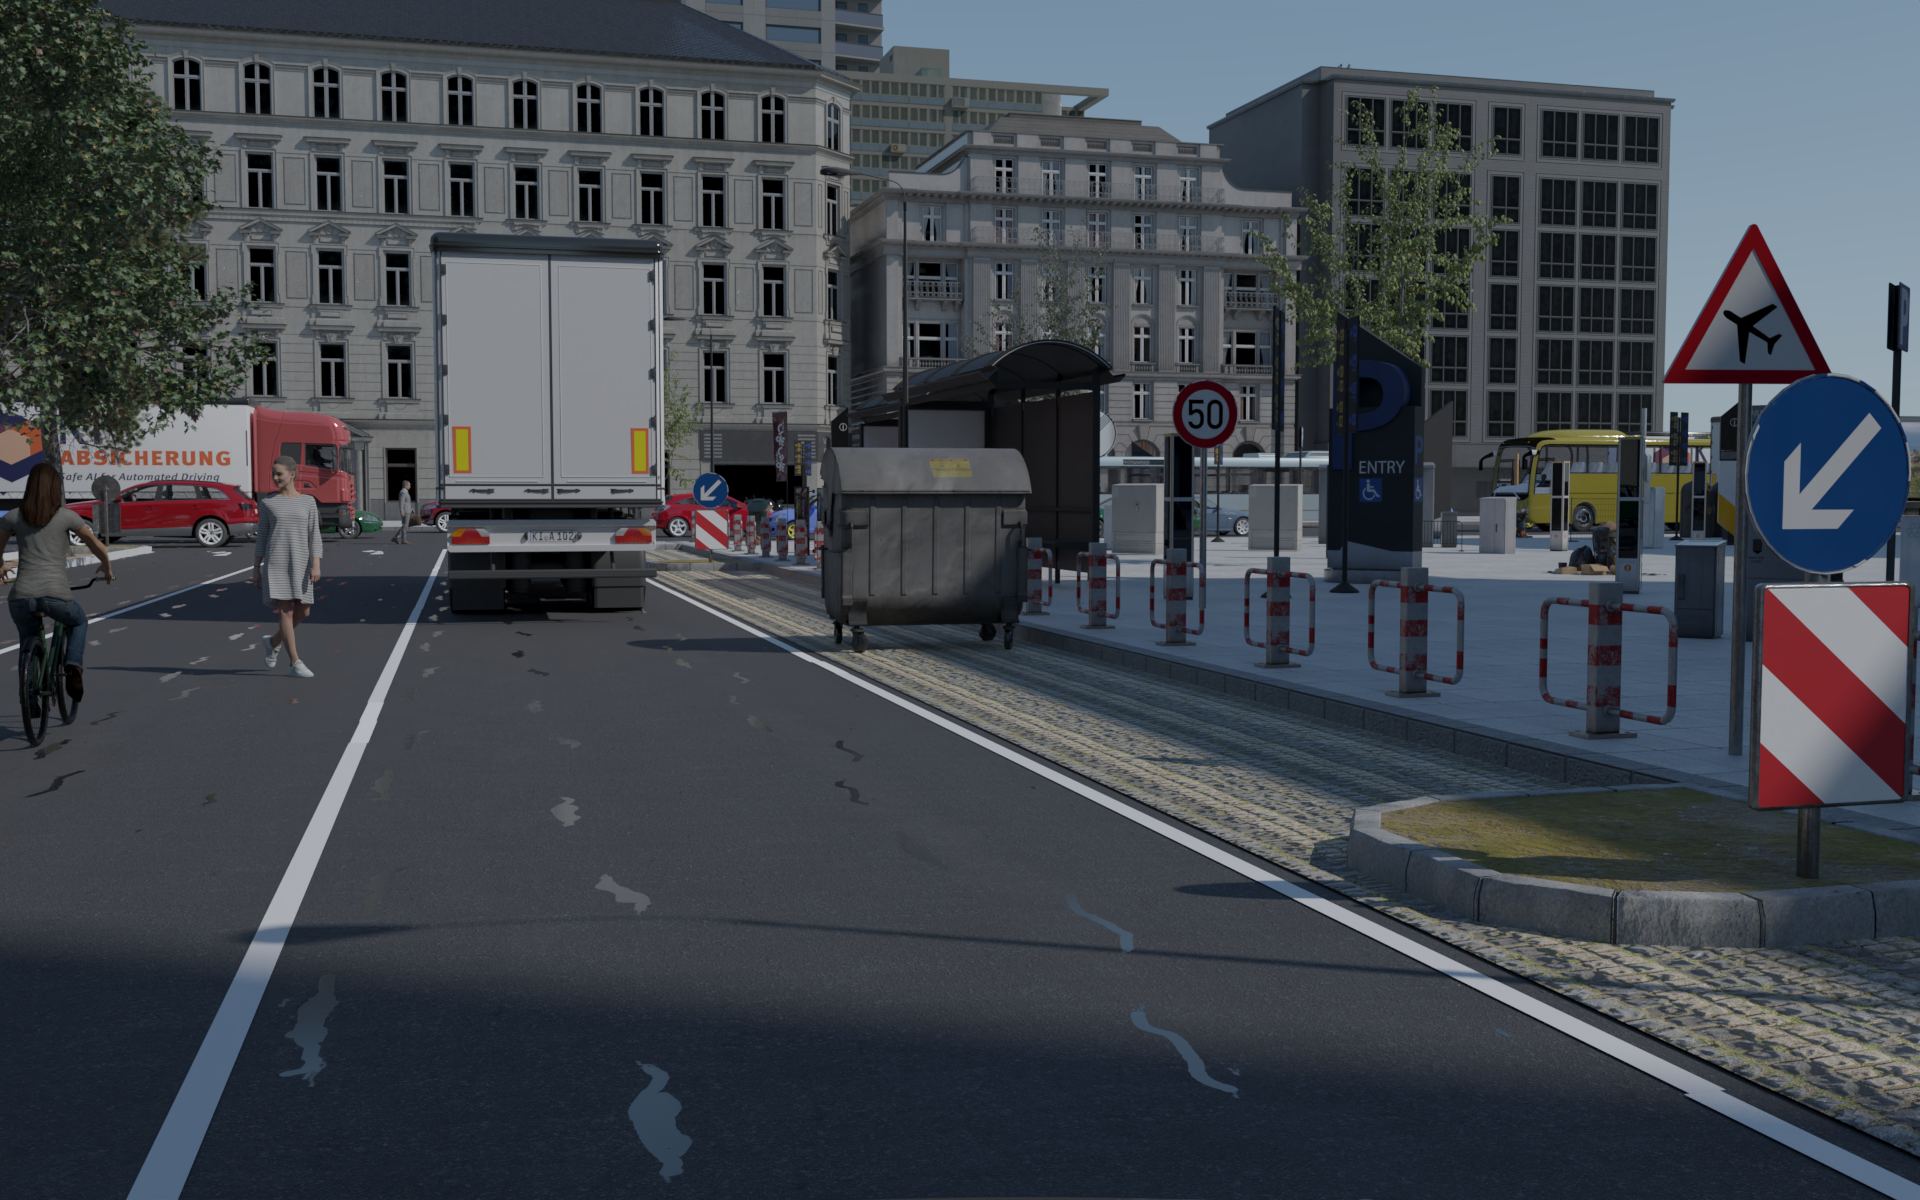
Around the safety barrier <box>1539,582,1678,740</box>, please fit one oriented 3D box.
[{"bbox_3d":[3.400,0.314,9.137,0.300,0.817,1.120,-1,4,-16],"label":"safety barrier"}]

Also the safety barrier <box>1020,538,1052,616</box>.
[{"bbox_3d":[0.785,-0.251,18.373,0.300,0.817,1.120,-1,4,-16],"label":"safety barrier"}]

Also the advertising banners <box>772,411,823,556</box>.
[{"bbox_3d":[-3.288,-2.444,36.151,0.090,3.025,2.074,-3,5,-43],"label":"advertising banners"}]

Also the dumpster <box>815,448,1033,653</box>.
[{"bbox_3d":[-0.352,-0.485,16.152,1.865,1.857,1.264,-1,4,-14],"label":"dumpster"}]

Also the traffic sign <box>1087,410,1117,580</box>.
[{"bbox_3d":[1.931,-1.564,25.674,0.768,2.556,0.104,0,4,-7],"label":"traffic sign"}]

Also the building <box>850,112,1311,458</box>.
[{"bbox_3d":[5.735,-15.645,97.592,24.055,21.916,13.314,-1,4,-16],"label":"building"}]

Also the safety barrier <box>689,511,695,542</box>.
[{"bbox_3d":[-7.066,-1.948,46.133,0.300,0.817,1.120,-1,4,-16],"label":"safety barrier"}]

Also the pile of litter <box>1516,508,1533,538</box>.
[{"bbox_3d":[16.334,-2.279,51.230,1.176,0.858,1.719,1,4,18],"label":"pile of litter"}]

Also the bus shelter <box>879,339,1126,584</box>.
[{"bbox_3d":[0.468,-1.921,25.337,2.014,3.302,5.546,-1,4,-16],"label":"bus shelter"}]

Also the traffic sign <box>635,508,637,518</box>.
[{"bbox_3d":[-8.444,-2.539,45.162,0.795,2.450,0.064,-1,4,-16],"label":"traffic sign"}]

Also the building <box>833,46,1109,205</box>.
[{"bbox_3d":[-5.812,-28.303,154.638,32.217,40.220,23.993,-1,4,-16],"label":"building"}]

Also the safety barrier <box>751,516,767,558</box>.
[{"bbox_3d":[-3.931,-1.270,35.039,0.300,0.817,1.120,-1,4,-16],"label":"safety barrier"}]

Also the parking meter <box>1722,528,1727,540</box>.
[{"bbox_3d":[21.598,-2.622,48.579,0.255,1.863,0.399,0,4,3],"label":"parking meter"}]

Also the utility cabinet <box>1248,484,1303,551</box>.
[{"bbox_3d":[7.093,-1.853,38.981,1.173,1.500,0.318,2,4,32],"label":"utility cabinet"}]

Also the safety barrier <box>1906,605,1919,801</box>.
[{"bbox_3d":[3.924,0.428,7.281,0.300,0.817,1.120,-1,4,-16],"label":"safety barrier"}]

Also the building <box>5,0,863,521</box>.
[{"bbox_3d":[-27.886,-19.182,90.044,44.131,29.872,17.030,-1,4,-16],"label":"building"}]

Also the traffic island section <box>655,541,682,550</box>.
[{"bbox_3d":[-8.423,-1.405,45.245,2.009,0.180,2.903,-1,4,-16],"label":"traffic island section"}]

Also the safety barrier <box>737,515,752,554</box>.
[{"bbox_3d":[-4.451,-1.383,36.888,0.300,0.817,1.120,-1,4,-16],"label":"safety barrier"}]

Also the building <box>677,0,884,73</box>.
[{"bbox_3d":[-18.997,-38.865,177.437,21.231,58.520,28.212,-1,4,-16],"label":"building"}]

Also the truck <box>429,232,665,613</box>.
[{"bbox_3d":[-5.899,-2.161,24.247,2.839,4.237,11.283,-1,4,-15],"label":"truck"}]

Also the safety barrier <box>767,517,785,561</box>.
[{"bbox_3d":[-3.406,-1.157,33.187,0.300,0.817,1.120,-1,4,-16],"label":"safety barrier"}]

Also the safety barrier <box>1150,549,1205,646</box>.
[{"bbox_3d":[1.832,-0.024,14.675,0.300,0.817,1.120,-1,4,-16],"label":"safety barrier"}]

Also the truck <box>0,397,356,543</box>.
[{"bbox_3d":[-23.114,-3.796,50.974,11.283,4.237,2.839,-1,4,-14],"label":"truck"}]

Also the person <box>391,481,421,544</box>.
[{"bbox_3d":[-15.840,-2.500,49.493,0.853,1.813,0.709,-1,4,-17],"label":"person"}]

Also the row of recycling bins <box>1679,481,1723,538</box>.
[{"bbox_3d":[23.016,-2.694,51.152,3.534,1.692,1.069,0,4,-5],"label":"row of recycling bins"}]

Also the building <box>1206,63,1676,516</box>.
[{"bbox_3d":[28.762,-19.009,104.297,24.014,27.812,14.314,-1,4,-16],"label":"building"}]

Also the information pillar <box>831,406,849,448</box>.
[{"bbox_3d":[-3.194,-3.358,46.252,0.504,3.616,0.183,-1,4,-14],"label":"information pillar"}]

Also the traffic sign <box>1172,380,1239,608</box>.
[{"bbox_3d":[2.726,-1.179,19.387,0.768,2.556,0.104,-1,4,-10],"label":"traffic sign"}]

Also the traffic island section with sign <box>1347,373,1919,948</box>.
[{"bbox_3d":[2.548,0.135,6.419,1.989,1.847,2.006,-1,4,-16],"label":"traffic island section with sign"}]

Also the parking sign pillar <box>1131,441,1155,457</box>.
[{"bbox_3d":[9.220,-6.041,87.247,1.447,3.967,1.447,2,4,24],"label":"parking sign pillar"}]

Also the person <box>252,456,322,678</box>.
[{"bbox_3d":[-5.361,-0.273,13.722,0.760,1.731,0.466,3,4,36],"label":"person"}]

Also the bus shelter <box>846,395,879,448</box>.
[{"bbox_3d":[-0.531,-2.330,32.018,2.014,3.302,5.546,-1,4,-16],"label":"bus shelter"}]

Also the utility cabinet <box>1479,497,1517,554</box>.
[{"bbox_3d":[11.614,-1.607,37.442,0.306,1.237,1.020,-1,4,-14],"label":"utility cabinet"}]

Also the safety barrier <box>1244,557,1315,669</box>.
[{"bbox_3d":[2.356,0.089,12.826,0.300,0.817,1.120,-1,4,-16],"label":"safety barrier"}]

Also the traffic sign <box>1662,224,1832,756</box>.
[{"bbox_3d":[3.814,-0.516,8.443,0.884,2.594,0.081,0,4,-7],"label":"traffic sign"}]

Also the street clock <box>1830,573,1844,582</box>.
[{"bbox_3d":[11.210,-1.078,22.192,0.471,2.002,0.358,-1,4,-9],"label":"street clock"}]

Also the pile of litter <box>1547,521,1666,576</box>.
[{"bbox_3d":[10.336,-0.838,27.668,1.719,0.858,1.176,3,5,41],"label":"pile of litter"}]

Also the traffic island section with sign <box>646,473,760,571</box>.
[{"bbox_3d":[-4.936,-1.483,32.873,1.989,1.847,2.006,-1,4,-16],"label":"traffic island section with sign"}]

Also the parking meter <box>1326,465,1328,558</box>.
[{"bbox_3d":[7.511,-1.758,34.450,0.399,1.863,0.255,-1,4,-14],"label":"parking meter"}]

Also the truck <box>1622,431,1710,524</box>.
[{"bbox_3d":[35.432,-5.579,80.136,11.283,4.237,2.839,-1,4,-17],"label":"truck"}]

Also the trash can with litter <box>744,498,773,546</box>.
[{"bbox_3d":[-5.066,-1.961,43.452,0.624,1.170,1.055,0,4,3],"label":"trash can with litter"}]

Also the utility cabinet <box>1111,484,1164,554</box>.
[{"bbox_3d":[3.755,-1.712,36.676,1.173,1.500,0.318,3,5,43],"label":"utility cabinet"}]

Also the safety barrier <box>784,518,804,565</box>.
[{"bbox_3d":[-2.885,-1.044,31.342,0.300,0.817,1.120,-1,4,-16],"label":"safety barrier"}]

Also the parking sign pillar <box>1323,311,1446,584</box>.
[{"bbox_3d":[6.054,-2.247,25.209,1.447,3.967,1.447,2,4,34],"label":"parking sign pillar"}]

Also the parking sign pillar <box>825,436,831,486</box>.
[{"bbox_3d":[-5.540,-5.593,79.912,1.447,3.967,1.447,0,4,7],"label":"parking sign pillar"}]

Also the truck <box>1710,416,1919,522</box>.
[{"bbox_3d":[32.855,-4.538,63.105,11.283,4.237,2.839,-1,4,-16],"label":"truck"}]

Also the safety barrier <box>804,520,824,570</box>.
[{"bbox_3d":[-2.361,-0.931,29.492,0.300,0.817,1.120,-1,4,-16],"label":"safety barrier"}]

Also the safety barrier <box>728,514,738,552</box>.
[{"bbox_3d":[-4.973,-1.496,38.737,0.300,0.817,1.120,-1,4,-16],"label":"safety barrier"}]

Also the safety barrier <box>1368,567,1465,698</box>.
[{"bbox_3d":[2.877,0.201,10.981,0.300,0.817,1.120,-1,4,-16],"label":"safety barrier"}]

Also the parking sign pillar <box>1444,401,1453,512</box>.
[{"bbox_3d":[13.595,-3.775,50.200,1.447,3.967,1.447,-1,4,-21],"label":"parking sign pillar"}]

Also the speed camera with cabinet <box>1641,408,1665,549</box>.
[{"bbox_3d":[16.013,-2.833,40.655,0.660,3.252,2.038,3,4,36],"label":"speed camera with cabinet"}]

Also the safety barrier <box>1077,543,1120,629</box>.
[{"bbox_3d":[1.314,-0.137,16.521,0.300,0.817,1.120,-1,4,-16],"label":"safety barrier"}]

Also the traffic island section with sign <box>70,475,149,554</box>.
[{"bbox_3d":[-20.826,-2.071,42.000,2.006,1.907,1.989,-1,4,-16],"label":"traffic island section with sign"}]
